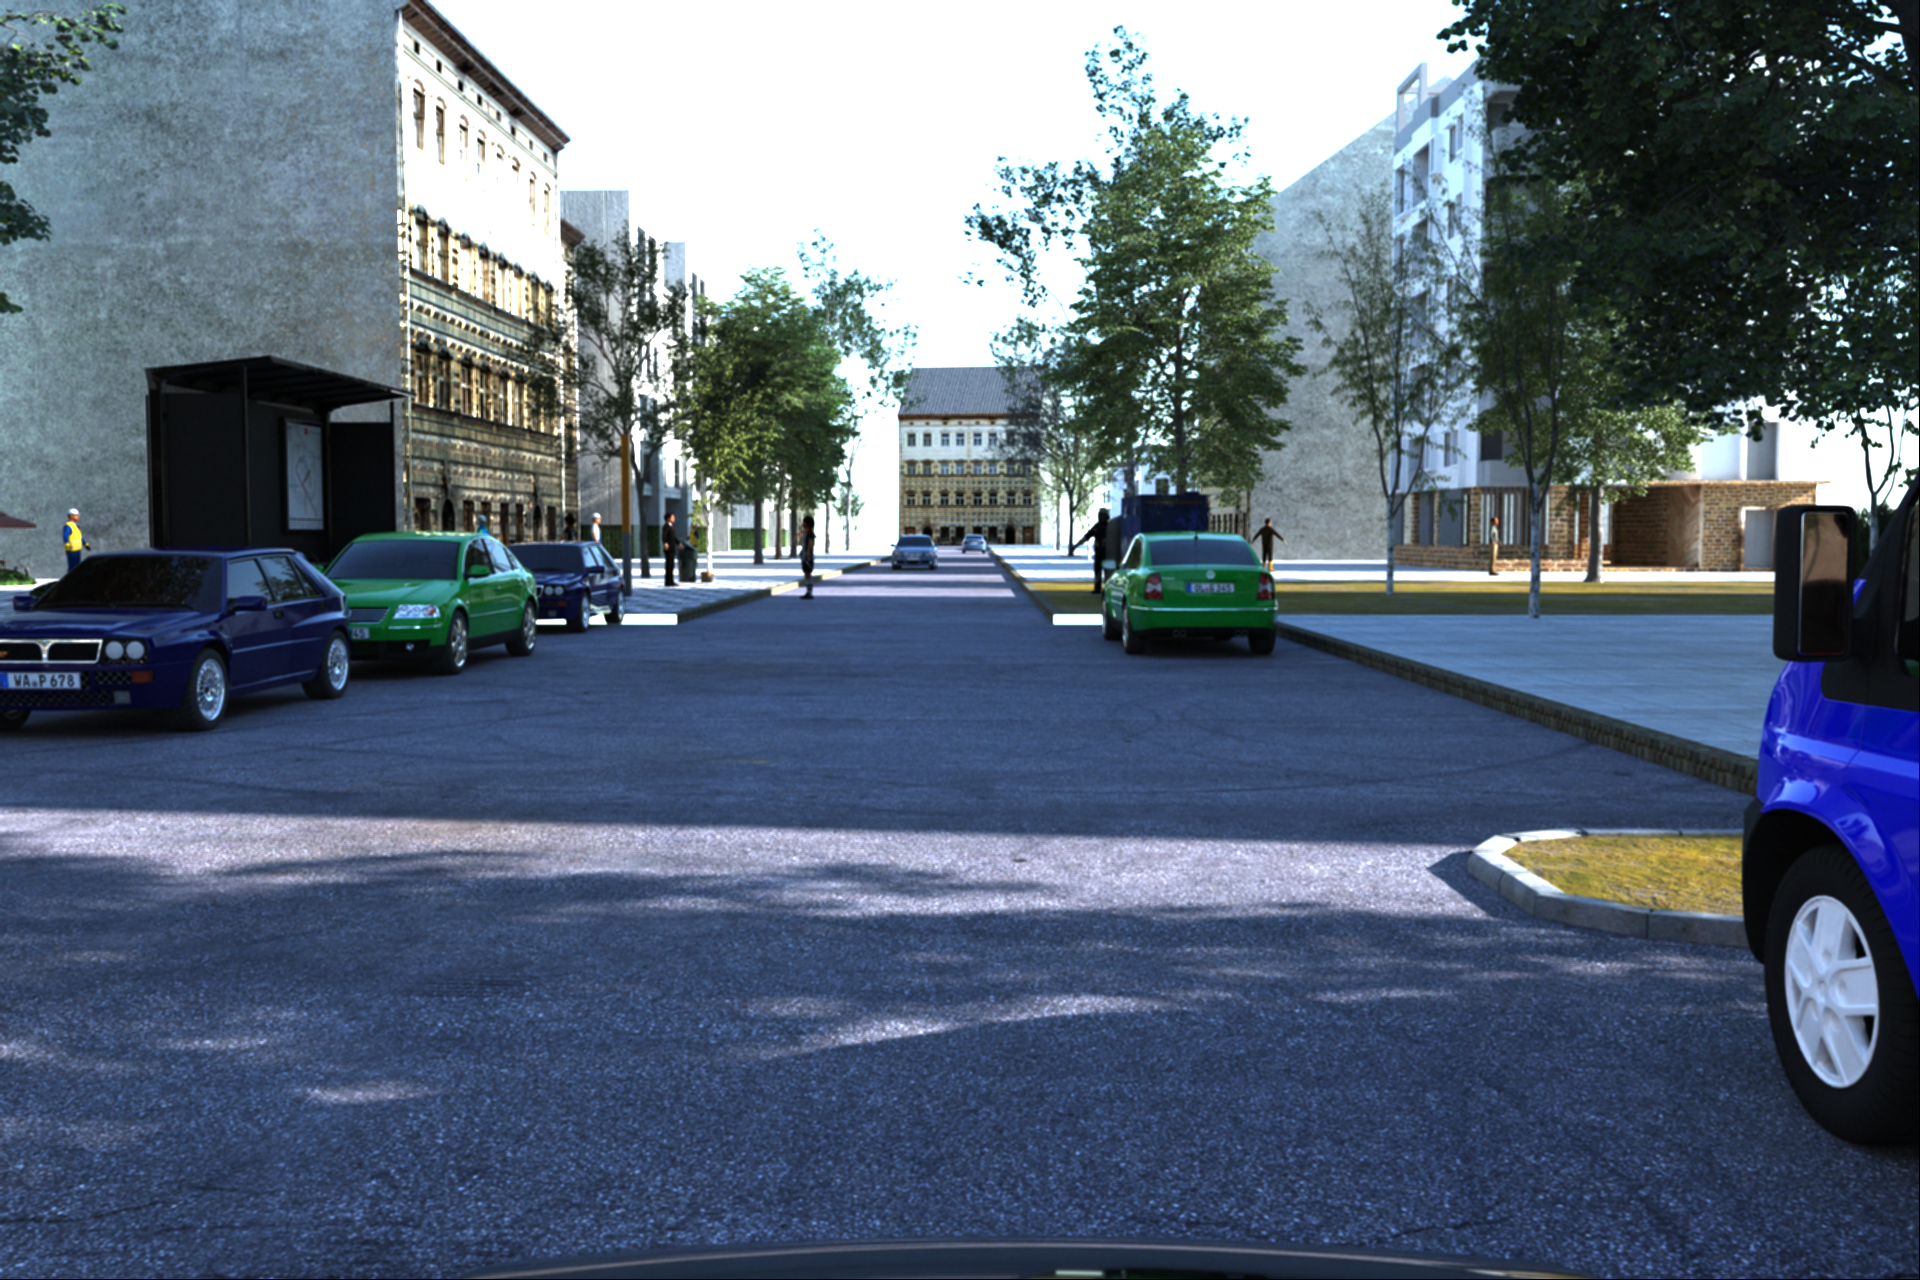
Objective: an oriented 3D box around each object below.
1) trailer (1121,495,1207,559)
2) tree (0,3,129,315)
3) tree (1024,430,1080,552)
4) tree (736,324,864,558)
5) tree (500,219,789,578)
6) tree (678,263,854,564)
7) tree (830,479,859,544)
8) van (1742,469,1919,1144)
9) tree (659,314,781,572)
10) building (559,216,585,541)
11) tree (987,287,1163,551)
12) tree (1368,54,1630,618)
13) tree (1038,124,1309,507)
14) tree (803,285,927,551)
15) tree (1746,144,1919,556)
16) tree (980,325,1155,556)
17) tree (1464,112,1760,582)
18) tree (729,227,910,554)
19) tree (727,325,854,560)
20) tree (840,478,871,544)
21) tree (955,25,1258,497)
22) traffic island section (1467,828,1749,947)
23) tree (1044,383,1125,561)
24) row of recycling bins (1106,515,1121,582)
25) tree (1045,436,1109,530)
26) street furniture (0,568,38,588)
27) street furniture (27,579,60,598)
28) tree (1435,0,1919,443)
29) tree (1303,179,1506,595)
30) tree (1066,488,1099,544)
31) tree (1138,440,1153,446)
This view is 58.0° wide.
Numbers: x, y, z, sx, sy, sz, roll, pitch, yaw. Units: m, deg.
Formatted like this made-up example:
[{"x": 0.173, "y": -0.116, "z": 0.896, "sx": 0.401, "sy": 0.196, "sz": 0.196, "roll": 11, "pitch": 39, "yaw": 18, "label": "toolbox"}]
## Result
[{"x": 3.066, "y": -1.221, "z": 27.006, "sx": 1.471, "sy": 1.999, "sz": 3.904, "roll": 0, "pitch": 4, "yaw": -1, "label": "trailer"}, {"x": -12.253, "y": -6.587, "z": 14.355, "sx": 9.857, "sy": 13.997, "sz": 8.962, "roll": 0, "pitch": 3, "yaw": 0, "label": "tree"}, {"x": 6.571, "y": -10.397, "z": 120.351, "sx": 4.360, "sy": 8.622, "sz": 3.978, "roll": 0, "pitch": 3, "yaw": 0, "label": "tree"}, {"x": -9.100, "y": -10.744, "z": 93.788, "sx": 7.486, "sy": 12.596, "sz": 7.792, "roll": 0, "pitch": 3, "yaw": 0, "label": "tree"}, {"x": -9.268, "y": -7.124, "z": 50.893, "sx": 8.767, "sy": 10.594, "sz": 7.601, "roll": -1, "pitch": 4, "yaw": -10, "label": "tree"}, {"x": -8.258, "y": -9.450, "z": 72.630, "sx": 7.486, "sy": 12.596, "sz": 7.792, "roll": 0, "pitch": 3, "yaw": 0, "label": "tree"}, {"x": -14.916, "y": -16.536, "z": 220.725, "sx": 4.737, "sy": 8.622, "sz": 4.395, "roll": 0, "pitch": 3, "yaw": 0, "label": "tree"}, {"x": 2.972, "y": 0.125, "z": 2.335, "sx": 2.240, "sy": 2.365, "sz": 5.245, "roll": 0, "pitch": 4, "yaw": -1, "label": "van"}, {"x": -8.442, "y": -6.656, "z": 59.186, "sx": 4.737, "sy": 8.622, "sz": 4.395, "roll": 0, "pitch": 3, "yaw": 0, "label": "tree"}, {"x": -28.819, "y": -15.172, "z": 78.990, "sx": 19.493, "sy": 23.208, "sz": 18.063, "roll": 0, "pitch": 4, "yaw": 1, "label": "building"}, {"x": 8.733, "y": -16.834, "z": 131.118, "sx": 12.611, "sy": 20.169, "sz": 13.585, "roll": 0, "pitch": 3, "yaw": 0, "label": "tree"}, {"x": 9.017, "y": -4.649, "z": 26.370, "sx": 4.360, "sy": 8.622, "sz": 3.978, "roll": 0, "pitch": 3, "yaw": 0, "label": "tree"}, {"x": 6.041, "y": -8.012, "z": 49.125, "sx": 7.486, "sy": 12.596, "sz": 7.792, "roll": 0, "pitch": 3, "yaw": 0, "label": "tree"}, {"x": -8.397, "y": -16.789, "z": 130.390, "sx": 12.611, "sy": 20.169, "sz": 13.585, "roll": 0, "pitch": 3, "yaw": 0, "label": "tree"}, {"x": 16.780, "y": -4.982, "z": 31.810, "sx": 4.737, "sy": 8.622, "sz": 4.395, "roll": 0, "pitch": 3, "yaw": 0, "label": "tree"}, {"x": 6.492, "y": -11.571, "z": 99.563, "sx": 12.009, "sy": 13.543, "sz": 11.850, "roll": 0, "pitch": 3, "yaw": 0, "label": "tree"}, {"x": 17.133, "y": -7.827, "z": 46.102, "sx": 7.486, "sy": 12.596, "sz": 7.792, "roll": 0, "pitch": 3, "yaw": 0, "label": "tree"}, {"x": -9.401, "y": -15.541, "z": 109.992, "sx": 12.611, "sy": 20.169, "sz": 13.585, "roll": 0, "pitch": 3, "yaw": 0, "label": "tree"}, {"x": -8.791, "y": -9.741, "z": 85.013, "sx": 9.928, "sy": 11.665, "sz": 9.643, "roll": 0, "pitch": 3, "yaw": 0, "label": "tree"}, {"x": -13.677, "y": -16.833, "z": 225.573, "sx": 4.737, "sy": 8.622, "sz": 4.395, "roll": 0, "pitch": 3, "yaw": 0, "label": "tree"}, {"x": 5.755, "y": -12.948, "z": 67.596, "sx": 12.611, "sy": 20.169, "sz": 13.585, "roll": 0, "pitch": 3, "yaw": 0, "label": "tree"}, {"x": 3.143, "y": 0.973, "z": 6.953, "sx": 1.991, "sy": 0.108, "sz": 1.994, "roll": 0, "pitch": 3, "yaw": 0, "label": "traffic island section"}, {"x": 6.309, "y": -8.141, "z": 83.471, "sx": 4.360, "sy": 8.622, "sz": 3.978, "roll": 0, "pitch": 3, "yaw": 0, "label": "tree"}, {"x": 3.439, "y": -1.663, "z": 34.302, "sx": 1.069, "sy": 1.692, "sz": 3.534, "roll": 0, "pitch": 4, "yaw": -1, "label": "row of recycling bins"}, {"x": 6.956, "y": -9.859, "z": 111.556, "sx": 4.360, "sy": 8.622, "sz": 3.978, "roll": 0, "pitch": 3, "yaw": 0, "label": "tree"}, {"x": -26.616, "y": -1.453, "z": 39.389, "sx": 5.734, "sy": 0.657, "sz": 10.072, "roll": 2, "pitch": 4, "yaw": 33, "label": "street furniture"}, {"x": -13.141, "y": -1.185, "z": 34.997, "sx": 10.072, "sy": 0.657, "sz": 5.734, "roll": -2, "pitch": 4, "yaw": -28, "label": "street furniture"}, {"x": 9.031, "y": -6.652, "z": 15.421, "sx": 9.857, "sy": 13.997, "sz": 8.962, "roll": 0, "pitch": 3, "yaw": 0, "label": "tree"}, {"x": 9.095, "y": -5.269, "z": 36.514, "sx": 4.360, "sy": 8.622, "sz": 3.978, "roll": 0, "pitch": 3, "yaw": 0, "label": "tree"}, {"x": 15.640, "y": -16.569, "z": 221.260, "sx": 4.737, "sy": 8.622, "sz": 4.395, "roll": 0, "pitch": 3, "yaw": 0, "label": "tree"}, {"x": 24.481, "y": -19.174, "z": 223.871, "sx": 12.009, "sy": 13.543, "sz": 11.850, "roll": 0, "pitch": 3, "yaw": 0, "label": "tree"}]
